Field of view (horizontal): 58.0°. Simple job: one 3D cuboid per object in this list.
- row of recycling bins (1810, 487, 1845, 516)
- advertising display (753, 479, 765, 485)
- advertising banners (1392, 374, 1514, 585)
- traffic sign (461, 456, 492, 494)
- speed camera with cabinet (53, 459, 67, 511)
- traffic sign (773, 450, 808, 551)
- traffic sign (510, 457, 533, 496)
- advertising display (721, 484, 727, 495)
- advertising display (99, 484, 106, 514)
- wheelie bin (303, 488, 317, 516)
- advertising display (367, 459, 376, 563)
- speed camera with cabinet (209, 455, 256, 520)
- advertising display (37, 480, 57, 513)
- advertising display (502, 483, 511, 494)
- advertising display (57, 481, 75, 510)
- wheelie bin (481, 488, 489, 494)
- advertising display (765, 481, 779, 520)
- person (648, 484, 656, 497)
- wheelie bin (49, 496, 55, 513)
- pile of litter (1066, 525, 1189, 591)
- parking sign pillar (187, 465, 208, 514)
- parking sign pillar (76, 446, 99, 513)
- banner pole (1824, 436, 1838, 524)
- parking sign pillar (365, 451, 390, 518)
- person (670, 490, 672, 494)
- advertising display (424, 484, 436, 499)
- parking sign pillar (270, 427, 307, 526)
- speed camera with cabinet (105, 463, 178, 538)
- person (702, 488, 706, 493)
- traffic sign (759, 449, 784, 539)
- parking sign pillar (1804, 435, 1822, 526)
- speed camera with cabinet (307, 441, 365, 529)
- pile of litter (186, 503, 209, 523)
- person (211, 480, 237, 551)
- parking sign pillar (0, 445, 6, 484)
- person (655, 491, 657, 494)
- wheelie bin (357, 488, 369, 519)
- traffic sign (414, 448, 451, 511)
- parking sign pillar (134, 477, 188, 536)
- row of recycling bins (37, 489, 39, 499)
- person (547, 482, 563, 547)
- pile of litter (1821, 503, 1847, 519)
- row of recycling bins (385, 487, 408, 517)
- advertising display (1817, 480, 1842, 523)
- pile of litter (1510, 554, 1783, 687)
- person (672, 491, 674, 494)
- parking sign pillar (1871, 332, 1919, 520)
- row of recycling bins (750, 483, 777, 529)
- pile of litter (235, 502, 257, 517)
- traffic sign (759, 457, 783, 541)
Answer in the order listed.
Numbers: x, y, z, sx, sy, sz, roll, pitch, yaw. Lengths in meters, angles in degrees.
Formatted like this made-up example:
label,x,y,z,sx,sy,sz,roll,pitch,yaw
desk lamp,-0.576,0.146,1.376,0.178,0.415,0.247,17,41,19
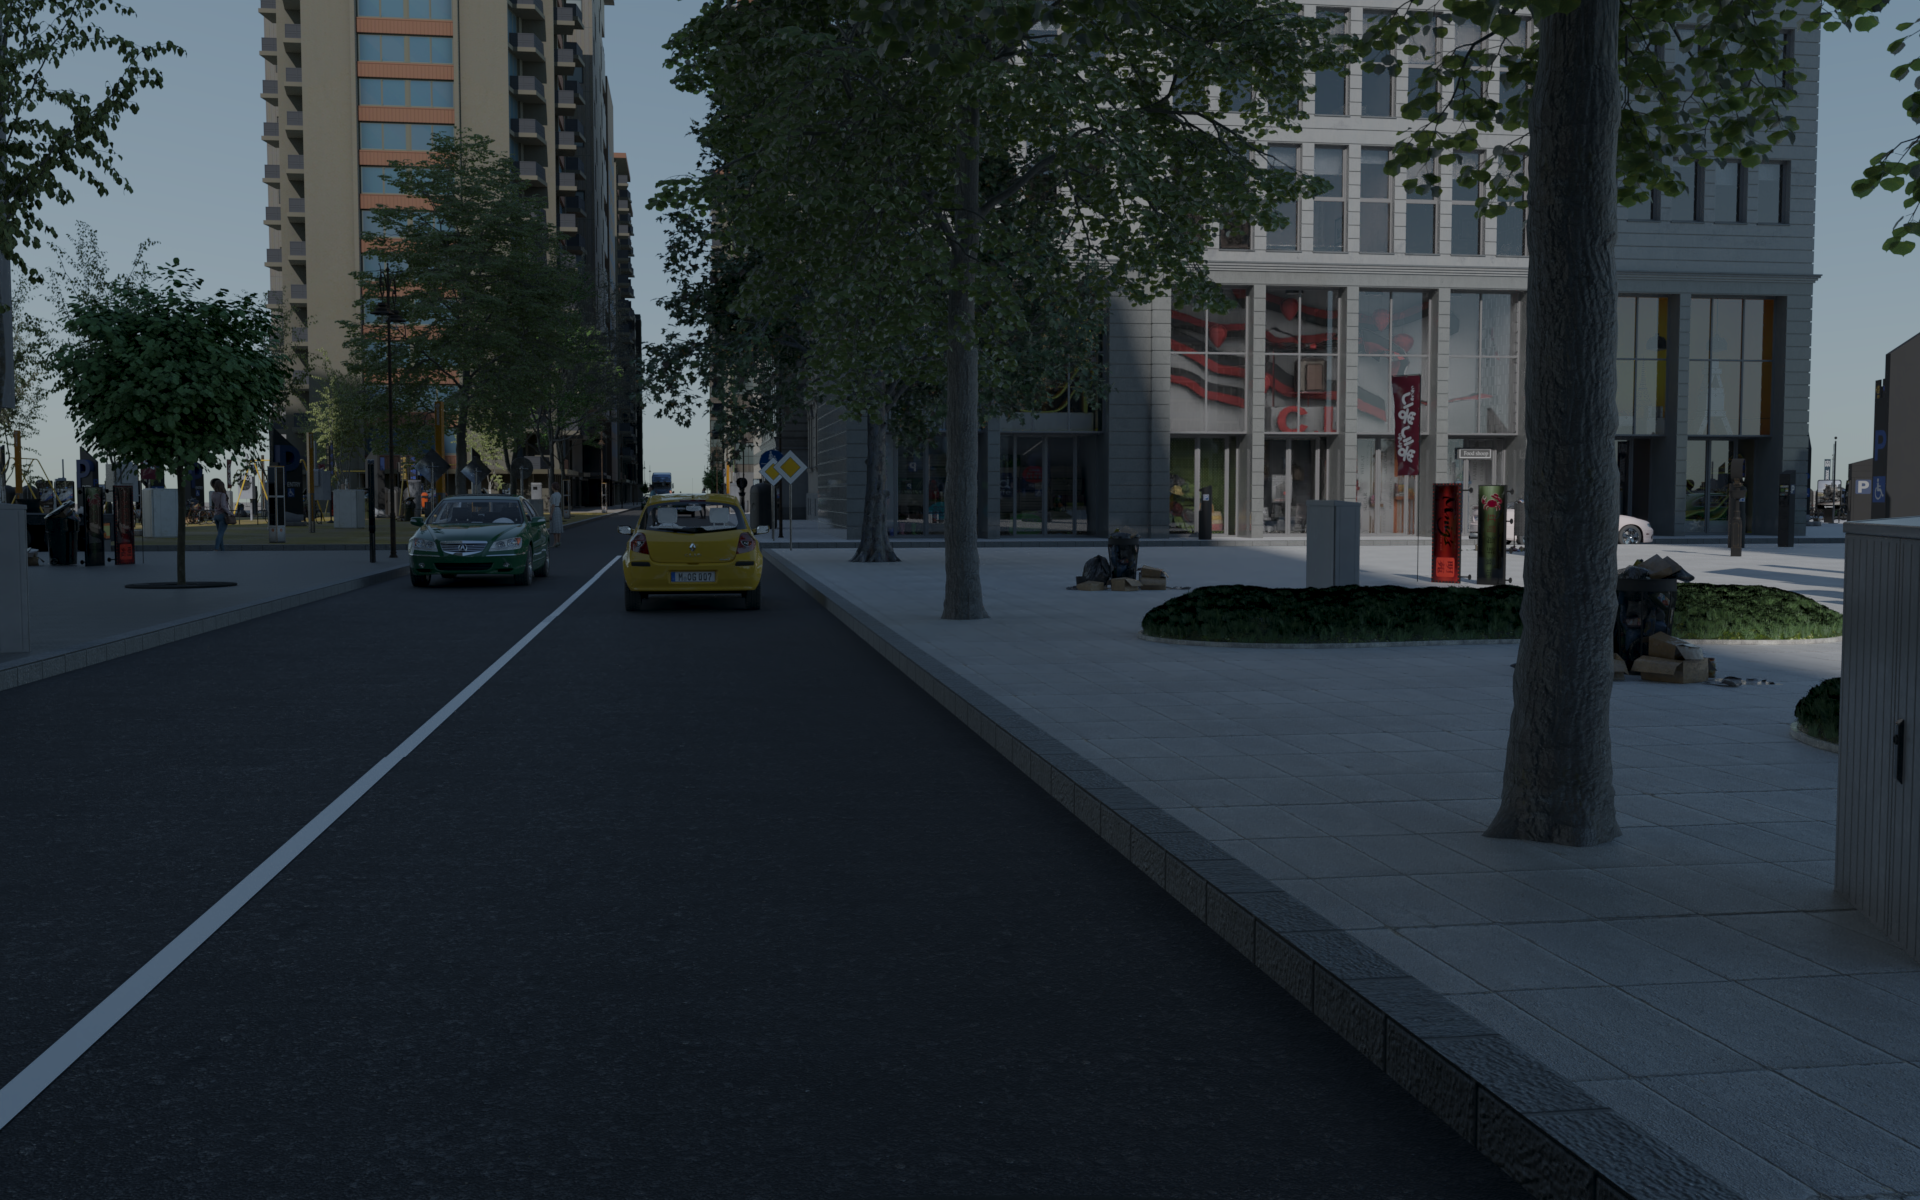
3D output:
label,x,y,z,sx,sy,sz,roll,pitch,yaw
row of recycling bins,50.594,-5.715,100.553,3.534,1.692,1.069,1,4,16
advertising display,-8.433,-4.093,72.129,0.123,1.923,0.974,-1,4,-23
advertising banners,7.023,-1.754,24.860,0.090,3.025,2.074,-3,4,-39
traffic sign,-12.835,-2.590,45.993,0.795,2.450,0.064,-1,4,-9
speed camera with cabinet,-51.198,-6.364,98.392,0.660,3.252,2.038,-2,4,-32
traffic sign,-3.844,-2.181,39.295,0.795,2.450,0.064,-1,4,-9
traffic sign,-15.051,-3.635,59.534,0.768,2.556,0.104,0,4,-8
advertising display,-16.160,-6.995,119.585,0.123,1.923,0.974,-1,4,-21
advertising display,-55.722,-6.553,112.352,0.123,1.923,0.974,1,4,9
wheelie bin,-35.667,-5.328,95.016,0.693,1.594,0.980,1,4,18
advertising display,-11.087,-1.678,32.648,0.123,1.923,0.974,-1,4,-19
speed camera with cabinet,-35.461,-5.506,84.356,2.038,3.252,0.660,0,4,-6
advertising display,-42.700,-4.627,80.866,0.123,1.923,0.974,1,4,9
advertising display,-27.249,-6.074,104.528,0.974,1.923,0.123,2,4,30
advertising display,-42.940,-4.767,83.147,0.974,1.923,0.123,1,4,13
wheelie bin,-24.358,-4.936,88.610,0.693,1.594,0.980,0,4,-8
advertising display,-9.279,-4.896,85.267,0.974,1.923,0.123,-3,4,-37
person,-12.174,-3.704,69.086,0.620,1.820,0.660,0,4,-7
wheelie bin,-47.217,-4.983,89.373,0.693,1.594,0.980,0,4,0
pile of litter,2.299,-0.572,23.310,1.719,0.858,1.176,0,4,6
parking sign pillar,-47.162,-7.231,106.700,1.447,3.967,1.447,1,4,13
parking sign pillar,-48.886,-6.641,97.058,1.447,3.967,1.447,2,4,24
banner pole,38.084,-5.228,75.493,0.401,3.779,0.863,1,4,19
parking sign pillar,-31.103,-6.337,92.090,1.447,3.967,1.447,3,5,43
person,-24.405,-8.391,146.217,0.617,1.759,0.750,0,4,-6
advertising display,-35.393,-6.747,115.533,0.974,1.923,0.123,0,4,1
parking sign pillar,-26.873,-4.933,69.127,1.447,3.967,1.447,2,4,24
speed camera with cabinet,-23.721,-3.429,50.395,0.660,3.252,2.038,2,4,35
person,-14.974,-5.632,100.770,0.473,1.802,0.592,2,4,34
traffic sign,-5.354,-3.025,49.557,0.768,2.556,0.104,0,4,-1
parking sign pillar,33.825,-4.955,69.478,1.447,3.967,1.447,1,4,19
speed camera with cabinet,-23.254,-4.293,64.520,2.038,3.252,0.660,1,4,11
pile of litter,-34.457,-3.890,77.565,1.176,0.858,1.719,0,4,-2
person,-16.936,-1.868,39.636,0.593,1.750,0.643,2,4,29
parking sign pillar,-52.315,-6.445,93.849,1.447,3.967,1.447,0,4,8
person,-30.304,-9.972,172.479,0.756,1.711,0.436,2,4,25
wheelie bin,-30.553,-4.953,88.890,0.980,1.594,0.693,0,4,-6
traffic sign,-11.597,-2.108,38.104,0.795,2.450,0.064,-1,4,-9
parking sign pillar,-24.745,-3.965,53.299,1.447,3.967,1.447,-2,4,-28
row of recycling bins,-53.524,-5.586,98.442,1.069,1.692,3.534,0,4,0
person,-10.945,-2.294,46.573,0.524,1.755,0.480,1,4,12
pile of litter,44.637,-4.519,87.848,1.176,0.858,1.719,-3,4,-36
row of recycling bins,-32.462,-5.601,98.682,3.534,1.692,1.069,1,4,17
advertising display,38.821,-4.414,77.376,0.974,1.923,0.123,2,4,34
pile of litter,4.749,0.112,12.136,1.176,0.858,1.719,-2,4,-33
person,-30.097,-10.623,182.634,0.568,1.767,0.683,1,4,17
parking sign pillar,12.673,-2.087,22.598,1.447,3.967,1.447,0,4,3
row of recycling bins,-7.342,-3.523,64.714,1.069,1.692,3.534,0,4,-5
pile of litter,-39.777,-5.030,96.205,1.176,0.858,1.719,-3,5,-39
traffic sign,-5.082,-2.663,47.184,0.795,2.450,0.064,-1,4,-9
